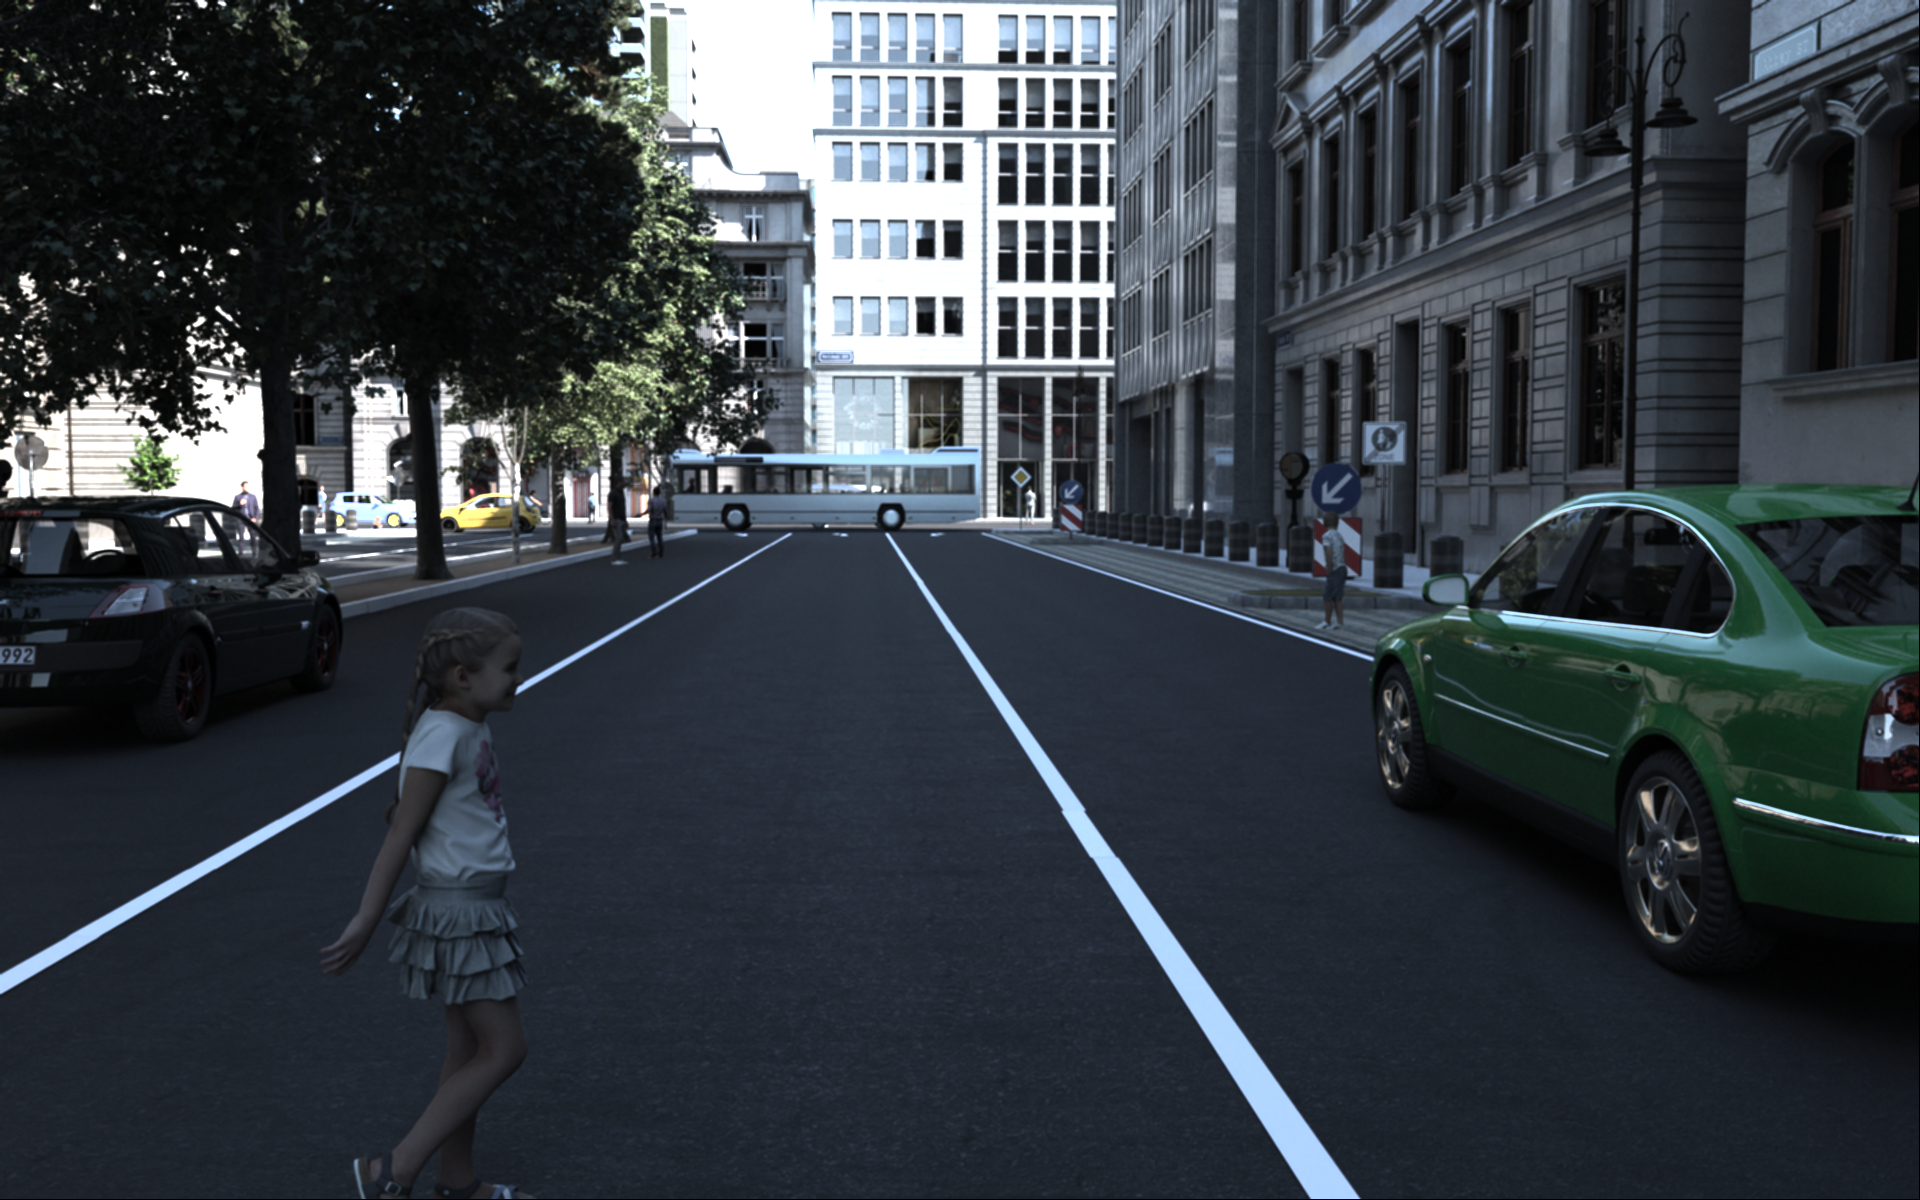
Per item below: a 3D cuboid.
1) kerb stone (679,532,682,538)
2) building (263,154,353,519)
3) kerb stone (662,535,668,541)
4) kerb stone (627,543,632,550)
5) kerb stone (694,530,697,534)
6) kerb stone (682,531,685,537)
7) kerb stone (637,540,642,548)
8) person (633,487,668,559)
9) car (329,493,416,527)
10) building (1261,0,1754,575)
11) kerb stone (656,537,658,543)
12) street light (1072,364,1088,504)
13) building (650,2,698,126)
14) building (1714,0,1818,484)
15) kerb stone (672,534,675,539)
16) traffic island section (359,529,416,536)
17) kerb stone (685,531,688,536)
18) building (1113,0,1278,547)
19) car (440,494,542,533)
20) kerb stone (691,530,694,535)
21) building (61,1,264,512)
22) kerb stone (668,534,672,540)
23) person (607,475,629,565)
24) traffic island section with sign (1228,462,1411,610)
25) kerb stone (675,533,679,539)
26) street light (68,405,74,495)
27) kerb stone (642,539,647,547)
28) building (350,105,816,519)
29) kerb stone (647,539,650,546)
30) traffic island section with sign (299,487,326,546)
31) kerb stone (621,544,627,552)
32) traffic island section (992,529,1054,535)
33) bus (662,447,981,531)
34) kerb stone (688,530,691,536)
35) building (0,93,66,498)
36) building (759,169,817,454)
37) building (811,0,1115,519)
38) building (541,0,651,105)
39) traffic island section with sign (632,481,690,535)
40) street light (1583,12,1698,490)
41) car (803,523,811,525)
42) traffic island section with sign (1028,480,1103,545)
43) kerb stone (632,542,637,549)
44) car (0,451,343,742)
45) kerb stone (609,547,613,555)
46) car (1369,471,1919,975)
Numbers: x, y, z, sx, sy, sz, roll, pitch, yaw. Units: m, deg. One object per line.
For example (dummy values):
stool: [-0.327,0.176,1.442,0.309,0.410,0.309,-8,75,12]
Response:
kerb stone: [-9.219,-2.078,56.242,0.120,0.150,1.000,0,4,-3]
building: [-49.356,-16.825,94.167,34.723,24.649,14.460,0,4,-3]
kerb stone: [-8.985,-1.831,52.138,0.120,0.150,1.000,0,4,-3]
kerb stone: [-8.508,-1.329,43.938,0.120,0.150,1.000,0,4,-3]
kerb stone: [-9.519,-2.393,61.381,0.120,0.150,1.000,0,4,-3]
kerb stone: [-9.280,-2.145,57.267,0.120,0.150,1.000,0,4,-3]
kerb stone: [-8.632,-1.455,45.986,0.120,0.150,1.000,0,4,-3]
person: [-6.774,-1.718,38.551,0.435,1.587,0.963,3,4,38]
car: [-25.762,-4.058,75.945,3.694,1.707,1.945,0,4,-5]
building: [12.980,-11.900,30.719,11.583,22.565,21.152,0,4,-3]
kerb stone: [-8.863,-1.706,50.090,0.120,0.150,1.000,0,4,-3]
street light: [4.267,-5.451,61.911,0.468,5.910,1.993,0,4,-3]
building: [-45.604,-40.652,206.667,28.212,58.520,21.231,0,4,-3]
building: [15.602,-13.512,8.312,14.401,28.519,23.554,0,4,-3]
kerb stone: [-9.103,-1.949,54.191,0.120,0.150,1.000,0,4,-3]
traffic island section: [-19.797,-2.372,61.069,2.009,0.180,2.903,0,4,-3]
kerb stone: [-9.339,-2.208,58.291,0.120,0.150,1.000,0,4,-3]
building: [11.979,-14.257,51.132,12.078,24.808,19.932,0,4,-3]
car: [-17.640,-3.316,64.438,3.980,1.641,2.015,0,4,-4]
kerb stone: [-9.461,-2.334,60.357,0.120,0.150,1.000,0,4,-3]
building: [-33.138,-13.249,52.785,21.152,22.565,11.583,0,4,-3]
kerb stone: [-9.048,-1.894,53.161,0.120,0.150,1.000,0,4,-3]
person: [-6.893,-1.617,35.060,0.434,1.807,0.598,2,4,28]
traffic island section with sign: [4.520,-0.834,22.258,1.989,1.847,2.006,0,4,-3]
kerb stone: [-9.156,-2.020,55.215,0.120,0.150,1.000,0,4,-3]
street light: [-20.626,-4.118,40.118,0.468,5.910,1.993,0,4,-3]
kerb stone: [-8.688,-1.512,47.014,0.120,0.150,1.000,0,4,-3]
building: [-19.951,-15.475,94.819,24.055,21.916,13.314,0,4,-3]
kerb stone: [-8.750,-1.581,48.042,0.120,0.150,1.000,0,4,-3]
traffic island section with sign: [-18.725,-2.407,47.983,1.989,1.847,2.006,0,4,-3]
kerb stone: [-8.453,-1.264,42.907,0.120,0.150,1.000,0,4,-3]
traffic island section: [2.208,-2.449,62.327,2.009,0.180,2.903,0,4,-3]
bus: [-5.855,-4.462,67.814,13.247,3.499,2.948,0,4,-2]
kerb stone: [-9.398,-2.271,59.323,0.120,0.150,1.000,0,4,-3]
building: [-27.215,-14.244,30.158,12.463,27.353,25.104,0,4,-3]
building: [-26.825,-39.061,258.247,30.456,49.044,23.786,0,4,-3]
building: [7.041,-19.375,94.272,29.804,29.767,11.434,0,4,-3]
building: [-40.506,-52.224,166.533,22.319,86.520,31.000,0,4,-3]
traffic island section with sign: [-10.593,-3.284,61.831,2.006,1.907,1.989,0,4,-3]
street light: [6.726,-2.722,17.295,0.468,5.910,1.993,0,4,-3]
car: [-8.599,-4.276,82.272,4.827,1.381,2.083,0,4,-4]
traffic island section with sign: [2.965,-2.480,49.168,1.989,1.847,2.006,0,4,-3]
kerb stone: [-8.569,-1.392,44.962,0.120,0.150,1.000,0,4,-3]
car: [-5.391,-0.097,11.369,2.009,1.686,4.222,0,4,-4]
kerb stone: [-8.333,-1.142,40.860,0.120,0.150,1.000,0,4,-3]
car: [2.921,0.136,6.572,1.959,1.807,4.718,0,4,-3]
